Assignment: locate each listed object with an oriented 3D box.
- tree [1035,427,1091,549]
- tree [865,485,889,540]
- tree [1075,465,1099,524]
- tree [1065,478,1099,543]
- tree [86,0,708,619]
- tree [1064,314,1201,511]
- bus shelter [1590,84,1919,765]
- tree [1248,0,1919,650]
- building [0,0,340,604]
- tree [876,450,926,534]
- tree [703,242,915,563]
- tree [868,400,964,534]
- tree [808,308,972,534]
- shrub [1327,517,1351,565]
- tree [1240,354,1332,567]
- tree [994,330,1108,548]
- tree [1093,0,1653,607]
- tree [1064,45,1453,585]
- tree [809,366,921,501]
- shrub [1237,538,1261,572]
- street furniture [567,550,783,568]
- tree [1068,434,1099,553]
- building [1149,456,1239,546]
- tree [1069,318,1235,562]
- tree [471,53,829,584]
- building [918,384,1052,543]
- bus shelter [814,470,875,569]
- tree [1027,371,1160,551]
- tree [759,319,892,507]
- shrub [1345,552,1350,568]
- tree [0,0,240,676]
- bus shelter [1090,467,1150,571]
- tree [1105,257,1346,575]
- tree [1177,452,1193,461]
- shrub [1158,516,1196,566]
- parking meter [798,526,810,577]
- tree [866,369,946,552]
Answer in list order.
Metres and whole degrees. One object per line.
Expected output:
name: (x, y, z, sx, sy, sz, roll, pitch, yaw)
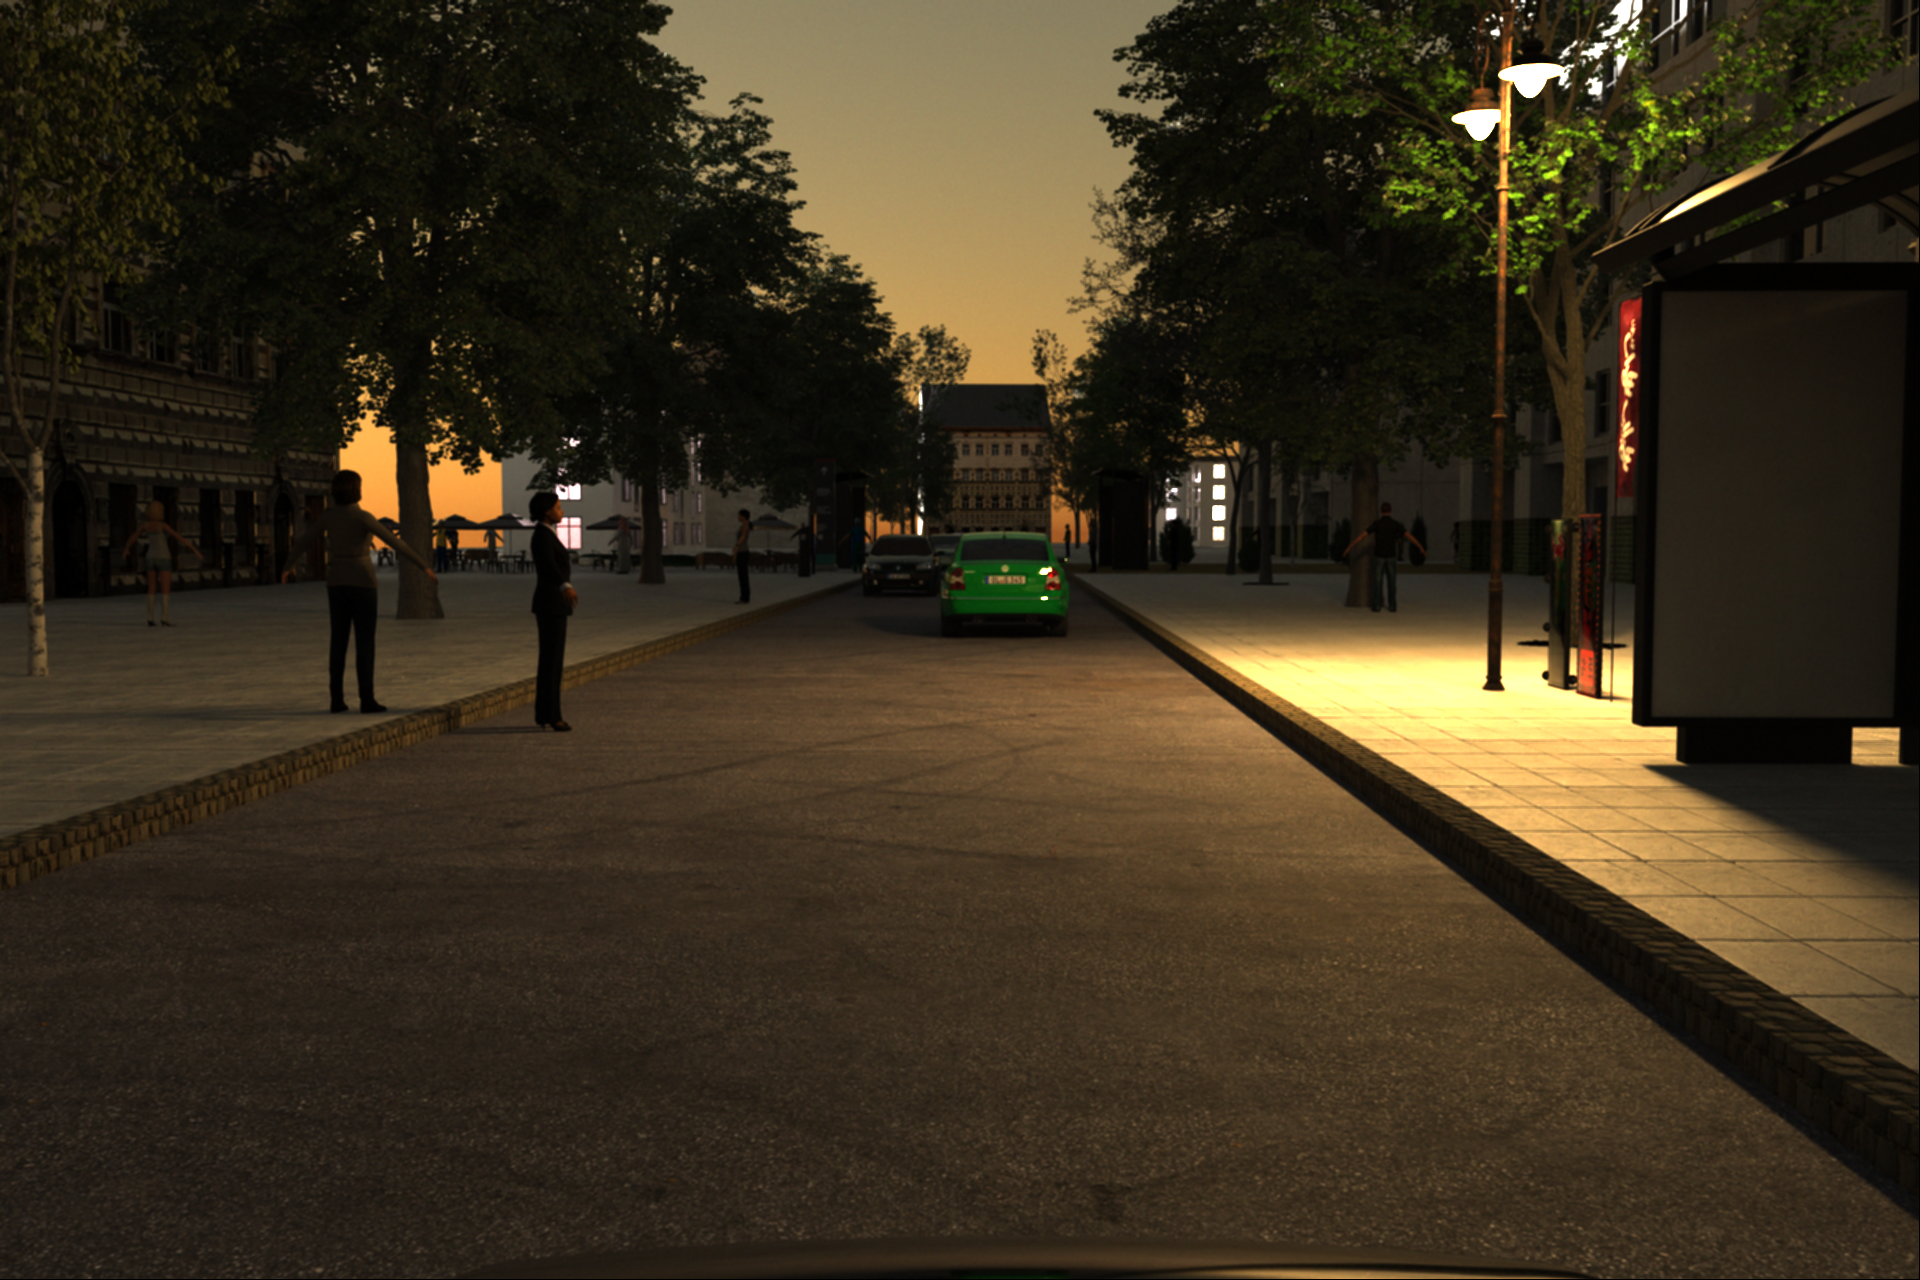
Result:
tree: (10.275, -13.193, 150.109, 8.767, 10.594, 7.601, 1, 4, 20)
tree: (-12.734, -19.487, 253.016, 7.601, 10.594, 8.767, 0, 4, -2)
tree: (10.737, -11.730, 142.143, 4.360, 8.622, 3.978, 0, 3, 0)
tree: (18.857, -20.029, 253.226, 9.928, 11.665, 9.643, 0, 3, 0)
tree: (-8.185, -7.288, 25.815, 9.857, 13.997, 8.962, 0, 3, 0)
tree: (8.915, -10.492, 89.669, 7.486, 12.596, 7.792, 0, 3, 0)
bus shelter: (4.512, -0.808, 7.128, 2.014, 3.302, 5.546, 0, 4, 2)
tree: (6.827, -5.730, 19.448, 9.928, 11.665, 9.643, 0, 3, 0)
building: (-26.577, -12.700, 38.578, 19.493, 23.208, 18.063, 0, 4, 1)
tree: (-5.379, -11.181, 133.174, 4.360, 8.622, 3.978, 0, 3, 0)
tree: (-6.619, -10.459, 77.667, 9.857, 13.997, 8.962, 0, 3, 0)
tree: (-4.534, -15.643, 162.414, 9.857, 13.997, 8.962, 0, 3, 0)
tree: (-6.085, -17.622, 144.010, 12.611, 20.169, 13.585, 0, 3, 0)
shrub: (16.096, -4.137, 72.052, 1.690, 2.028, 1.600, 0, 3, 0)
tree: (13.043, -7.154, 67.334, 4.360, 8.622, 3.978, 0, 3, 0)
tree: (9.690, -18.686, 161.401, 12.611, 20.169, 13.585, 0, 3, 0)
tree: (7.214, -7.548, 30.066, 9.857, 13.997, 8.962, 0, 3, 0)
tree: (7.677, -8.146, 43.564, 12.009, 13.543, 11.850, 0, 3, 0)
tree: (-6.226, -11.065, 106.668, 9.928, 11.665, 9.643, 0, 3, 0)
shrub: (9.751, -2.871, 58.058, 1.383, 1.207, 1.383, 0, 3, 0)
street furniture: (-12.378, -3.332, 70.108, 10.072, 0.657, 5.734, 2, 4, 34)
tree: (9.414, -10.230, 117.620, 4.360, 8.622, 3.978, 0, 3, 0)
building: (26.716, -15.749, 199.645, 9.099, 9.664, 28.070, 0, 4, 1)
tree: (9.096, -9.421, 79.784, 9.928, 11.665, 9.643, 0, 3, 0)
tree: (-8.057, -8.435, 44.564, 9.857, 13.997, 8.962, 0, 3, 0)
building: (3.305, -25.607, 252.062, 18.063, 23.208, 19.493, 0, 4, -3)
bus shelter: (-4.393, -4.607, 66.604, 1.731, 3.624, 6.357, 0, 4, 2)
tree: (10.052, -13.321, 128.172, 12.009, 13.543, 11.850, 0, 3, 0)
tree: (-7.220, -10.481, 89.494, 7.486, 12.596, 7.792, 0, 3, 0)
shrub: (13.674, -2.950, 59.346, 1.383, 1.207, 1.383, 0, 3, 0)
tree: (-8.490, -3.991, 15.611, 4.737, 8.622, 4.395, 0, 3, 0)
bus shelter: (5.870, -4.442, 63.907, 1.731, 3.624, 6.357, 0, 3, 0)
tree: (8.638, -7.320, 54.102, 8.767, 10.594, 7.601, -1, 4, -19)
tree: (33.649, -20.930, 252.572, 12.009, 13.543, 11.850, 0, 3, 0)
shrub: (8.839, -4.067, 70.530, 1.661, 2.075, 1.752, 0, 3, 0)
parking meter: (-4.665, -2.655, 51.827, 0.372, 1.533, 0.369, 0, 3, 0)
tree: (-5.941, -12.957, 122.215, 12.009, 13.543, 11.850, 0, 3, 0)
